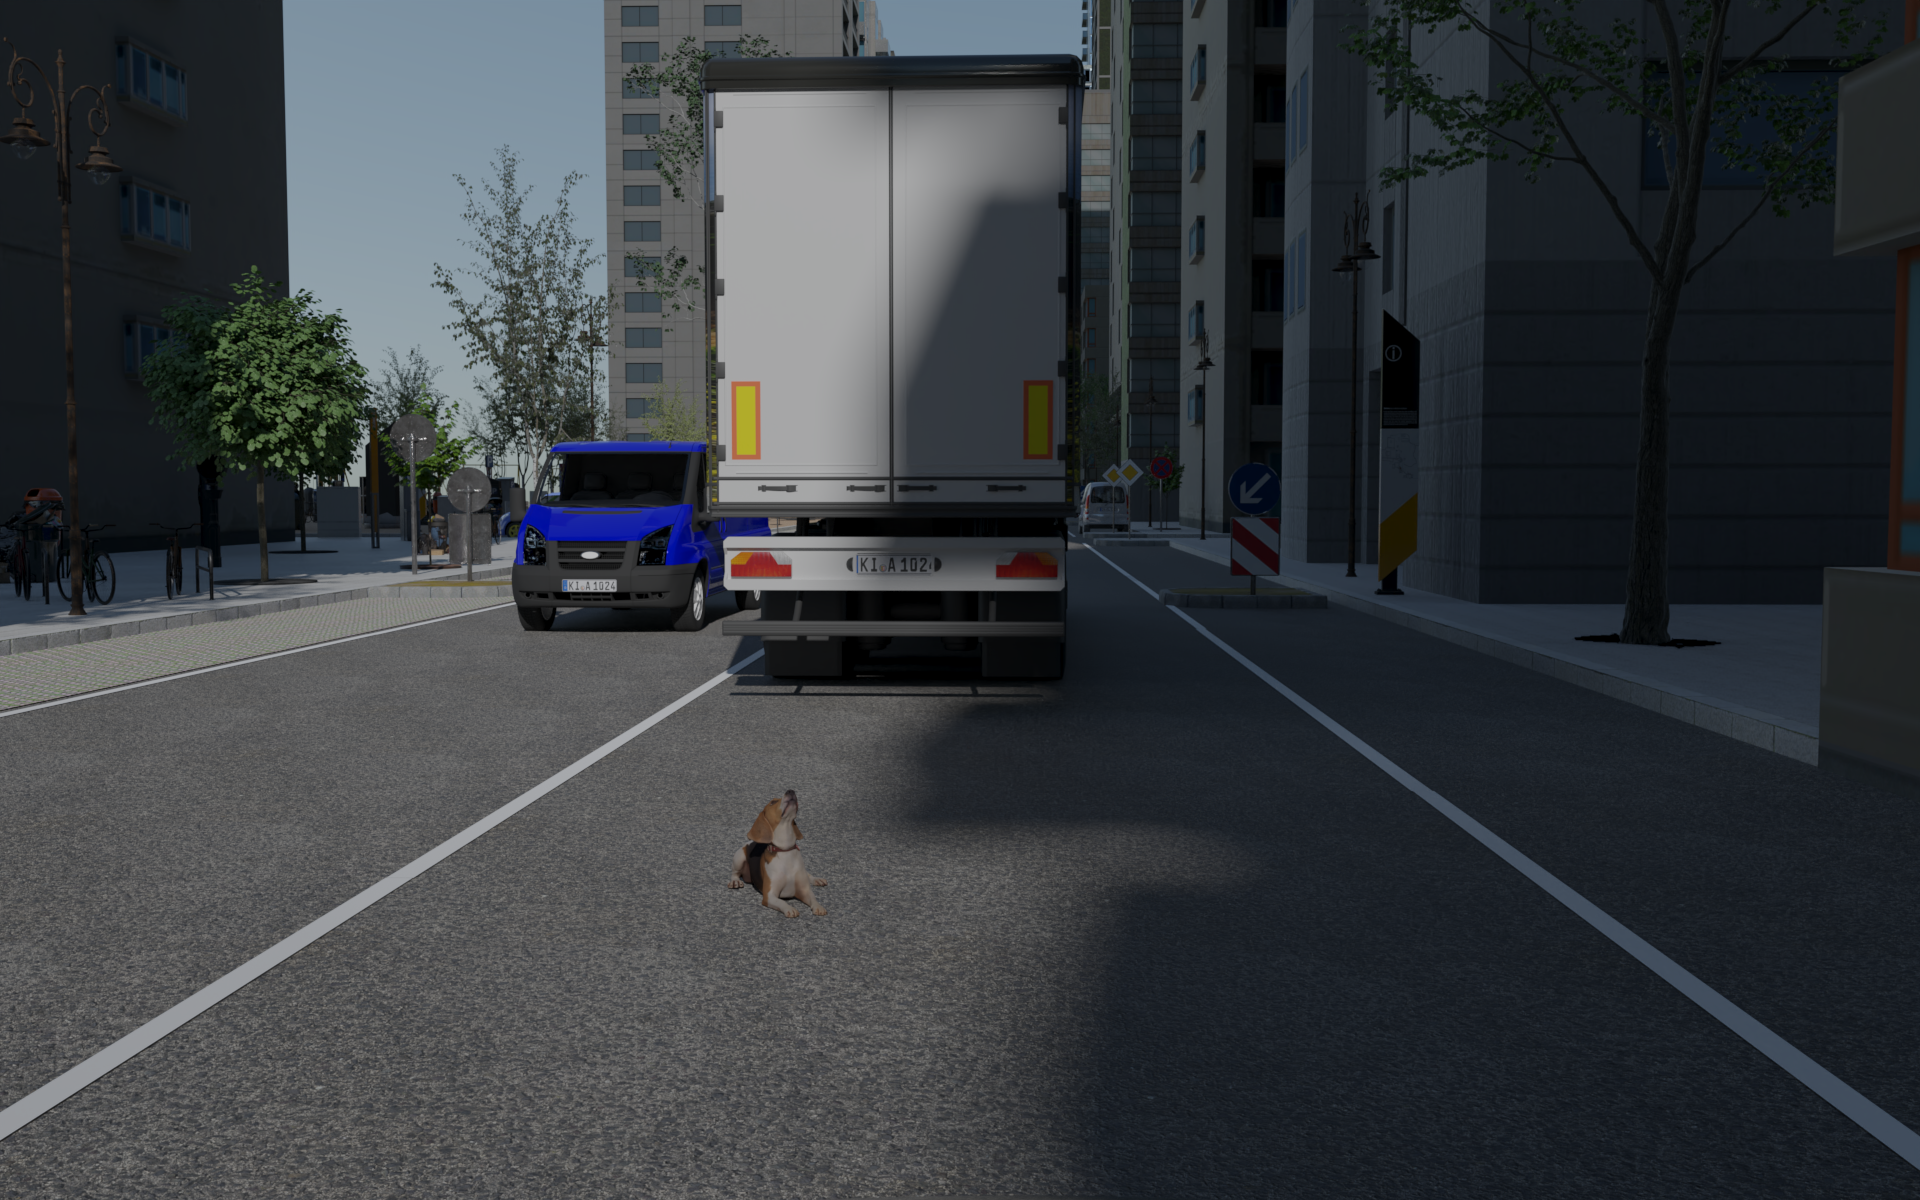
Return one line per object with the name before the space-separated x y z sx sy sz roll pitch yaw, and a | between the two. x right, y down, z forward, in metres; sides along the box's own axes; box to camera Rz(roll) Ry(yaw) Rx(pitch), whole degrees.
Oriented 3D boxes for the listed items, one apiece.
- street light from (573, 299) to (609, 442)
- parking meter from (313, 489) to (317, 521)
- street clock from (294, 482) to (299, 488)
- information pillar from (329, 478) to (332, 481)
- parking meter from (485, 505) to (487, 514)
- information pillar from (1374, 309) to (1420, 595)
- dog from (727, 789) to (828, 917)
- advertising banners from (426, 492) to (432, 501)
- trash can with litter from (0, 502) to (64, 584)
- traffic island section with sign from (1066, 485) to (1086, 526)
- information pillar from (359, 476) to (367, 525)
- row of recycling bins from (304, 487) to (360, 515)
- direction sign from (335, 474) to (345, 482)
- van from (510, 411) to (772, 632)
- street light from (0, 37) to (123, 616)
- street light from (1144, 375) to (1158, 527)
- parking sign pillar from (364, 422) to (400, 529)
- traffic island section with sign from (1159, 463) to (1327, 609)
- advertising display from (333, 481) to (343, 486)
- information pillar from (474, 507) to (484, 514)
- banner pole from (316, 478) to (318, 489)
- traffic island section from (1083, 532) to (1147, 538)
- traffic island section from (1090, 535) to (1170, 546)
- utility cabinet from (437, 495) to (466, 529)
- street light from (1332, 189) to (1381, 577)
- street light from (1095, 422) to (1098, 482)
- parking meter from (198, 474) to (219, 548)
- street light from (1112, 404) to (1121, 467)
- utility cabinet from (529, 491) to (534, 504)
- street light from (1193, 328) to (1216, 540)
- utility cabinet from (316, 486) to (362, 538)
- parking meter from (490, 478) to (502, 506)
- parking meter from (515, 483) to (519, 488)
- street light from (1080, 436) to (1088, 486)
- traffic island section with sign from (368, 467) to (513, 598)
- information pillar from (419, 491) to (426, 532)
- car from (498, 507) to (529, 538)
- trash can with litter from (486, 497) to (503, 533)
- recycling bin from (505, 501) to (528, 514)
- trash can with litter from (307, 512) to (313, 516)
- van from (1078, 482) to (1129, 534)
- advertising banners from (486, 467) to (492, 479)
street light | -8.631 -4.152 40.671 0.468 5.910 1.993 0 4 2
parking meter | -30.121 -4.450 81.173 0.372 1.533 0.369 0 3 0
street clock | -39.299 -5.976 102.279 0.358 2.002 0.471 3 4 38
information pillar | -48.218 -8.635 132.534 0.183 3.616 0.504 1 4 19
parking meter | -27.684 -5.701 101.622 0.372 1.533 0.369 0 3 0
information pillar | 5.558 -1.873 21.979 0.504 3.616 0.183 0 4 3
dog | -0.600 0.854 6.237 0.550 0.427 0.748 1 4 22
advertising banners | -27.690 -5.713 89.594 0.090 3.025 2.074 0 4 1
trash can with litter | -13.533 -0.830 24.950 1.055 1.170 0.624 -3 4 -37
traffic island section with sign | 5.484 -4.346 79.686 1.989 1.847 2.006 0 4 2
information pillar | -24.732 -4.127 71.962 0.304 2.012 0.304 3 5 44
row of recycling bins | -37.954 -5.982 104.917 3.534 1.692 1.069 -2 4 -30
direction sign | -40.100 -7.336 111.932 0.379 3.537 0.876 2 4 28
van | -3.524 -0.945 19.830 2.240 2.365 5.245 0 4 4
street light | -9.356 -2.777 18.186 0.468 5.910 1.993 0 4 2
street light | 7.397 -5.774 67.199 0.468 5.910 1.993 0 4 2
parking sign pillar | -21.550 -4.666 64.760 1.447 3.967 1.447 1 4 17
traffic island section with sign | 3.639 -0.857 22.643 1.989 1.847 2.006 0 4 2
advertising display | -30.083 -4.804 83.759 0.123 1.923 0.974 0 4 2
information pillar | -18.759 -3.853 67.485 0.304 2.012 0.304 -3 4 -38
banner pole | -46.990 -8.403 127.410 0.863 3.779 0.401 0 4 4
traffic island section | 5.075 -2.122 56.979 2.009 0.180 2.903 0 4 2
traffic island section | 4.817 -1.634 48.998 2.009 0.180 2.903 0 4 2
utility cabinet | -18.763 -3.228 63.944 1.020 1.237 0.306 1 4 14
street light | 6.070 -3.297 26.690 0.468 5.910 1.993 0 4 2
street light | 8.685 -8.411 110.312 0.468 5.910 1.993 0 4 2
parking meter | -17.476 -2.114 40.273 0.399 1.863 0.255 -3 4 -37
street light | 8.051 -7.088 88.669 0.468 5.910 1.993 0 4 2
utility cabinet | -28.943 -6.741 118.901 1.173 1.500 0.318 -1 4 -20
street light | 6.821 -4.628 48.455 0.468 5.910 1.993 0 4 2
utility cabinet | -17.974 -2.537 50.155 1.173 1.500 0.318 0 4 -4
parking meter | -17.059 -3.547 63.709 0.399 1.863 0.255 0 4 7
parking meter | -22.681 -5.060 88.447 0.255 1.863 0.399 1 4 8
street light | 9.520 -9.711 131.556 0.468 5.910 1.993 0 4 2
traffic island section with sign | -7.119 -0.981 24.674 1.989 1.847 2.006 0 4 2
information pillar | -18.442 -4.133 58.925 0.504 3.616 0.183 0 4 -6
car | -12.231 -2.646 52.854 3.694 1.707 1.945 0 4 3
trash can with litter | -15.488 -2.804 57.227 0.624 1.170 1.055 -2 4 -31
recycling bin | -15.806 -3.011 61.779 0.722 1.027 0.722 0 4 -5
trash can with litter | -37.132 -5.406 99.773 1.055 1.170 0.624 1 4 8
van | 5.097 -3.324 61.358 2.013 2.044 4.112 0 4 1
advertising banners | -28.807 -6.850 108.181 2.074 3.025 0.090 2 4 27
